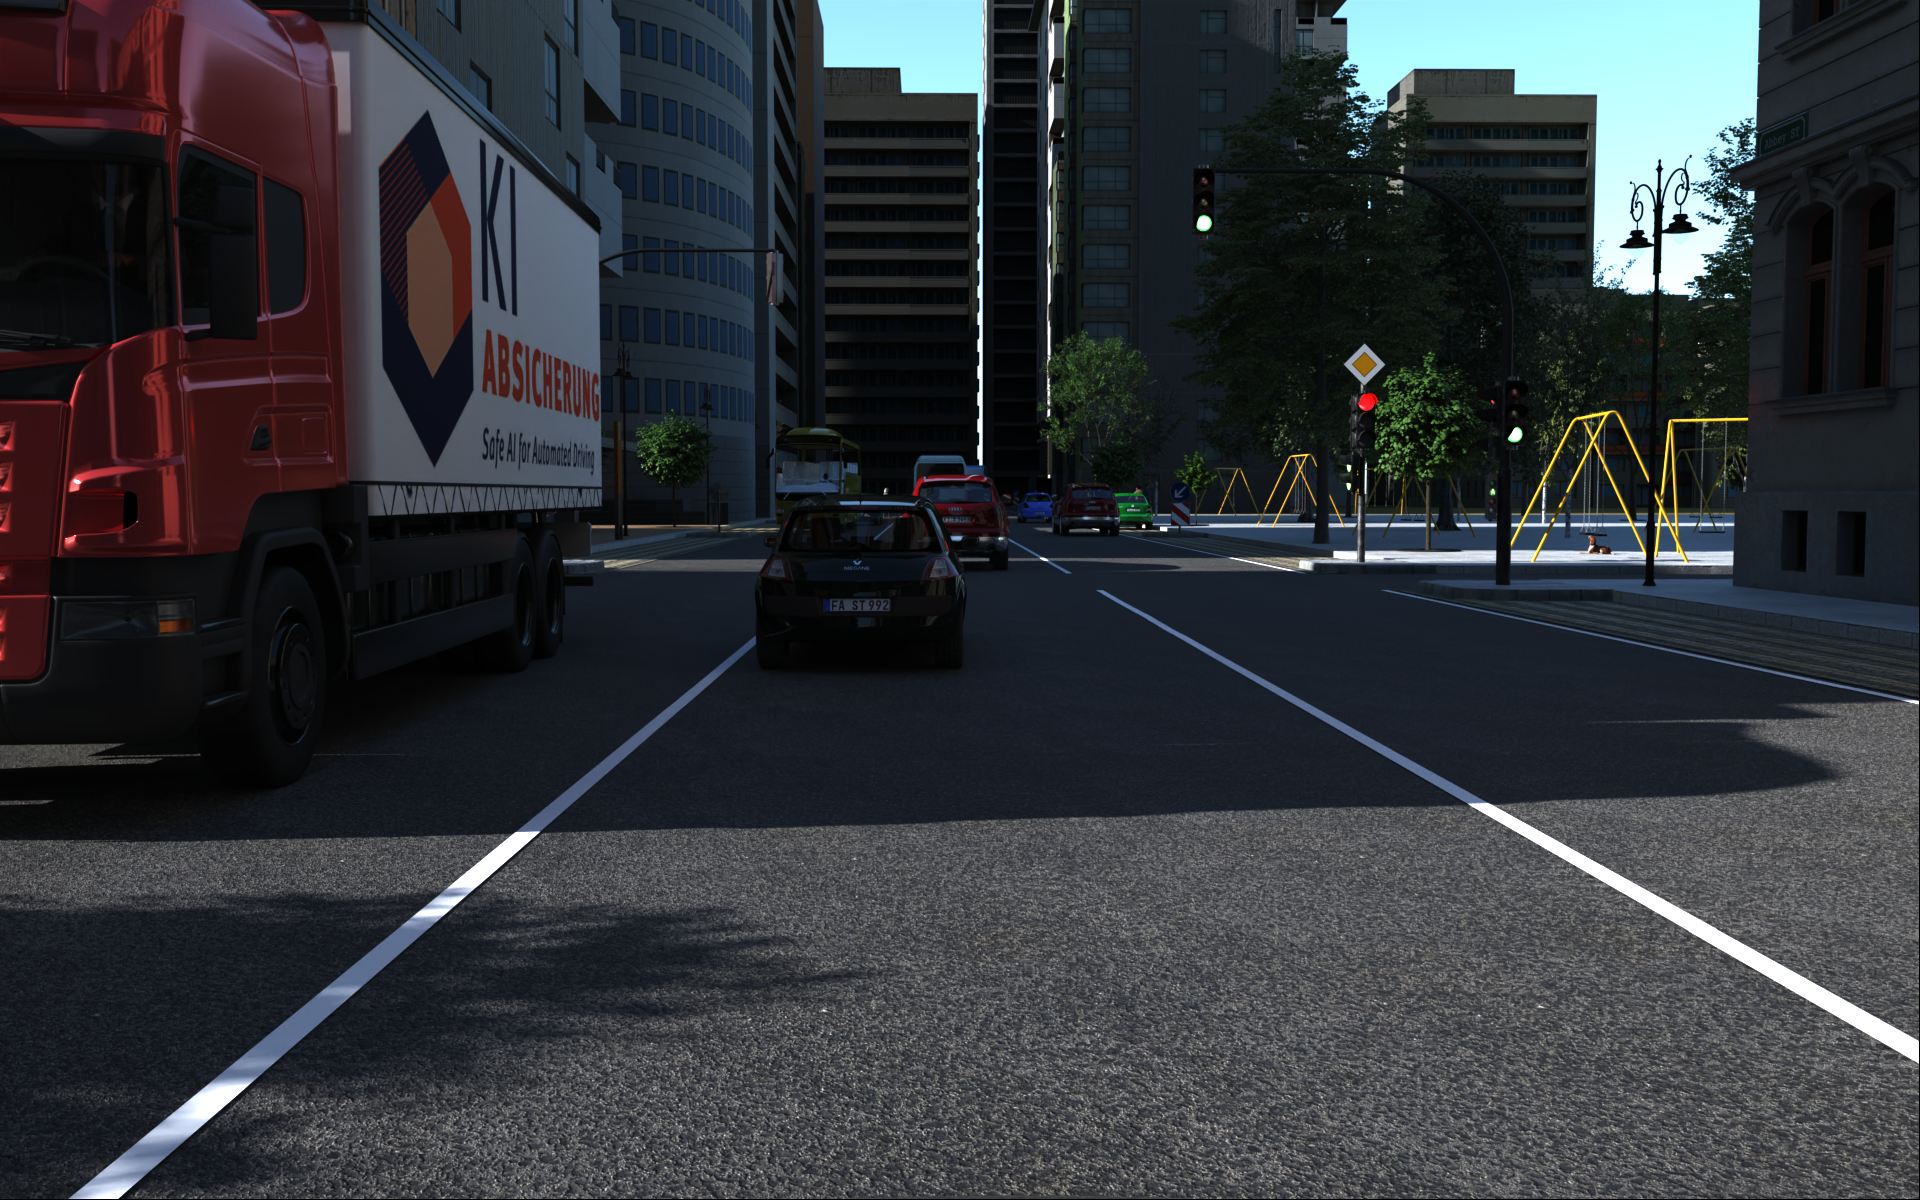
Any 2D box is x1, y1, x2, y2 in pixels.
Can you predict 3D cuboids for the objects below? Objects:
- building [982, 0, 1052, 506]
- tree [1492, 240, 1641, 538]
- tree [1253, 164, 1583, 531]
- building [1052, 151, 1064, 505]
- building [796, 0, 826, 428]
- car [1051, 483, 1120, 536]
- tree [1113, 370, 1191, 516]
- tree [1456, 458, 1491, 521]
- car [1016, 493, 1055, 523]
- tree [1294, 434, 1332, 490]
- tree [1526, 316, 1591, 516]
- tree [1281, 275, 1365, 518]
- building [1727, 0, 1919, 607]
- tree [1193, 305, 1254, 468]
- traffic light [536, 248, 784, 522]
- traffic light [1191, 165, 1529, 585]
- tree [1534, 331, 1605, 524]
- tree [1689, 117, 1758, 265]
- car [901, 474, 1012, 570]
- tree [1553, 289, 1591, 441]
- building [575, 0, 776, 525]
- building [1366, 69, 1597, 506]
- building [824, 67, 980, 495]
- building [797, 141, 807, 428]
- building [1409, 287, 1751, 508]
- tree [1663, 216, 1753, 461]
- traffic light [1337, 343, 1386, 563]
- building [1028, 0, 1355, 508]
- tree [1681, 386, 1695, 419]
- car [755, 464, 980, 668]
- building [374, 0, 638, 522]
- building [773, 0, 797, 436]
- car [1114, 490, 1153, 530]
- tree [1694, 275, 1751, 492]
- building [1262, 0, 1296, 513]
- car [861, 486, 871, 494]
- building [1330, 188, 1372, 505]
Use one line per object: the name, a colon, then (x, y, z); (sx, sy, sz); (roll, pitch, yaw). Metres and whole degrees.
building: (13.097, -46.633, 200.708); (20.611, 71.187, 20.563); (0, 4, -1)
tree: (17.941, -6.154, 50.985); (4.360, 8.622, 3.978); (0, 3, 0)
tree: (17.017, -8.776, 60.492); (9.611, 12.733, 9.660); (0, 3, 0)
building: (14.806, -23.068, 148.870); (14.160, 30.474, 14.107); (0, 4, -1)
building: (-19.057, -30.581, 150.116); (14.600, 45.320, 14.200); (0, 4, -1)
car: (4.389, -3.187, 60.775); (2.281, 1.827, 5.304); (0, 4, -2)
tree: (11.329, -9.268, 101.898); (4.360, 8.622, 3.978); (0, 3, 0)
tree: (23.795, -8.054, 82.047); (4.360, 8.622, 3.978); (0, 3, 0)
car: (3.800, -4.712, 86.638); (1.945, 1.707, 3.694); (0, 4, -3)
tree: (21.673, -9.414, 104.287); (4.360, 8.622, 3.978); (0, 3, 0)
tree: (33.532, -11.226, 101.677); (7.486, 12.596, 7.792); (0, 3, 0)
tree: (21.319, -11.246, 94.238); (12.009, 13.543, 11.850); (0, 3, 0)
building: (17.223, -13.760, 12.364); (14.401, 28.519, 23.554); (0, 4, -1)
tree: (15.658, -9.842, 77.933); (9.611, 12.733, 9.660); (0, 3, 0)
traffic light: (-5.662, -3.517, 32.166); (4.771, 5.953, 1.251); (0, 4, -1)
traffic light: (5.564, -3.031, 24.225); (4.771, 5.953, 1.251); (0, 4, -1)
tree: (25.591, -7.618, 74.909); (4.737, 8.622, 4.395); (0, 3, 0)
tree: (22.275, -7.168, 42.949); (9.928, 11.665, 9.643); (0, 3, 0)
car: (-0.094, -1.565, 34.253); (2.281, 1.827, 5.304); (0, 4, 0)
tree: (32.518, -9.640, 83.371); (9.928, 11.665, 9.643); (0, 3, 0)
building: (-20.679, -33.071, 82.704); (21.231, 58.520, 28.212); (0, 4, -1)
building: (59.162, -35.344, 201.569); (21.600, 48.544, 21.300); (0, 4, -1)
building: (-8.746, -35.302, 200.884); (21.600, 48.544, 21.300); (0, 4, -1)
building: (-19.561, -22.271, 135.830); (14.160, 30.474, 14.107); (0, 4, -1)
building: (62.860, -19.982, 171.744); (28.899, 21.520, 27.650); (0, 4, -1)
tree: (30.781, -9.049, 66.081); (7.486, 12.596, 7.792); (0, 3, 0)
traffic light: (7.506, -2.659, 32.389); (0.839, 4.253, 0.868); (0, 4, -1)
building: (21.736, -35.479, 169.315); (28.713, 52.752, 27.495); (0, 4, -1)
tree: (33.684, -7.604, 74.686); (4.737, 8.622, 4.395); (0, 3, 0)
car: (-0.820, -0.357, 15.622); (2.009, 1.686, 4.222); (0, 4, 0)
building: (-24.694, -27.998, 47.014); (28.713, 52.752, 27.495); (0, 4, -1)
building: (-22.461, -30.179, 117.123); (21.300, 48.544, 21.600); (0, 4, -1)
car: (6.709, -3.756, 70.202); (1.959, 1.807, 4.718); (0, 4, -2)
tree: (24.297, -6.142, 50.782); (4.737, 8.622, 4.395); (0, 3, 0)
building: (14.917, -26.693, 120.021); (14.154, 41.232, 14.086); (0, 4, -1)
car: (-4.516, -4.341, 79.772); (1.959, 1.807, 4.718); (0, 3, 0)
building: (35.472, -31.512, 207.096); (23.993, 40.220, 32.217); (0, 4, -1)
